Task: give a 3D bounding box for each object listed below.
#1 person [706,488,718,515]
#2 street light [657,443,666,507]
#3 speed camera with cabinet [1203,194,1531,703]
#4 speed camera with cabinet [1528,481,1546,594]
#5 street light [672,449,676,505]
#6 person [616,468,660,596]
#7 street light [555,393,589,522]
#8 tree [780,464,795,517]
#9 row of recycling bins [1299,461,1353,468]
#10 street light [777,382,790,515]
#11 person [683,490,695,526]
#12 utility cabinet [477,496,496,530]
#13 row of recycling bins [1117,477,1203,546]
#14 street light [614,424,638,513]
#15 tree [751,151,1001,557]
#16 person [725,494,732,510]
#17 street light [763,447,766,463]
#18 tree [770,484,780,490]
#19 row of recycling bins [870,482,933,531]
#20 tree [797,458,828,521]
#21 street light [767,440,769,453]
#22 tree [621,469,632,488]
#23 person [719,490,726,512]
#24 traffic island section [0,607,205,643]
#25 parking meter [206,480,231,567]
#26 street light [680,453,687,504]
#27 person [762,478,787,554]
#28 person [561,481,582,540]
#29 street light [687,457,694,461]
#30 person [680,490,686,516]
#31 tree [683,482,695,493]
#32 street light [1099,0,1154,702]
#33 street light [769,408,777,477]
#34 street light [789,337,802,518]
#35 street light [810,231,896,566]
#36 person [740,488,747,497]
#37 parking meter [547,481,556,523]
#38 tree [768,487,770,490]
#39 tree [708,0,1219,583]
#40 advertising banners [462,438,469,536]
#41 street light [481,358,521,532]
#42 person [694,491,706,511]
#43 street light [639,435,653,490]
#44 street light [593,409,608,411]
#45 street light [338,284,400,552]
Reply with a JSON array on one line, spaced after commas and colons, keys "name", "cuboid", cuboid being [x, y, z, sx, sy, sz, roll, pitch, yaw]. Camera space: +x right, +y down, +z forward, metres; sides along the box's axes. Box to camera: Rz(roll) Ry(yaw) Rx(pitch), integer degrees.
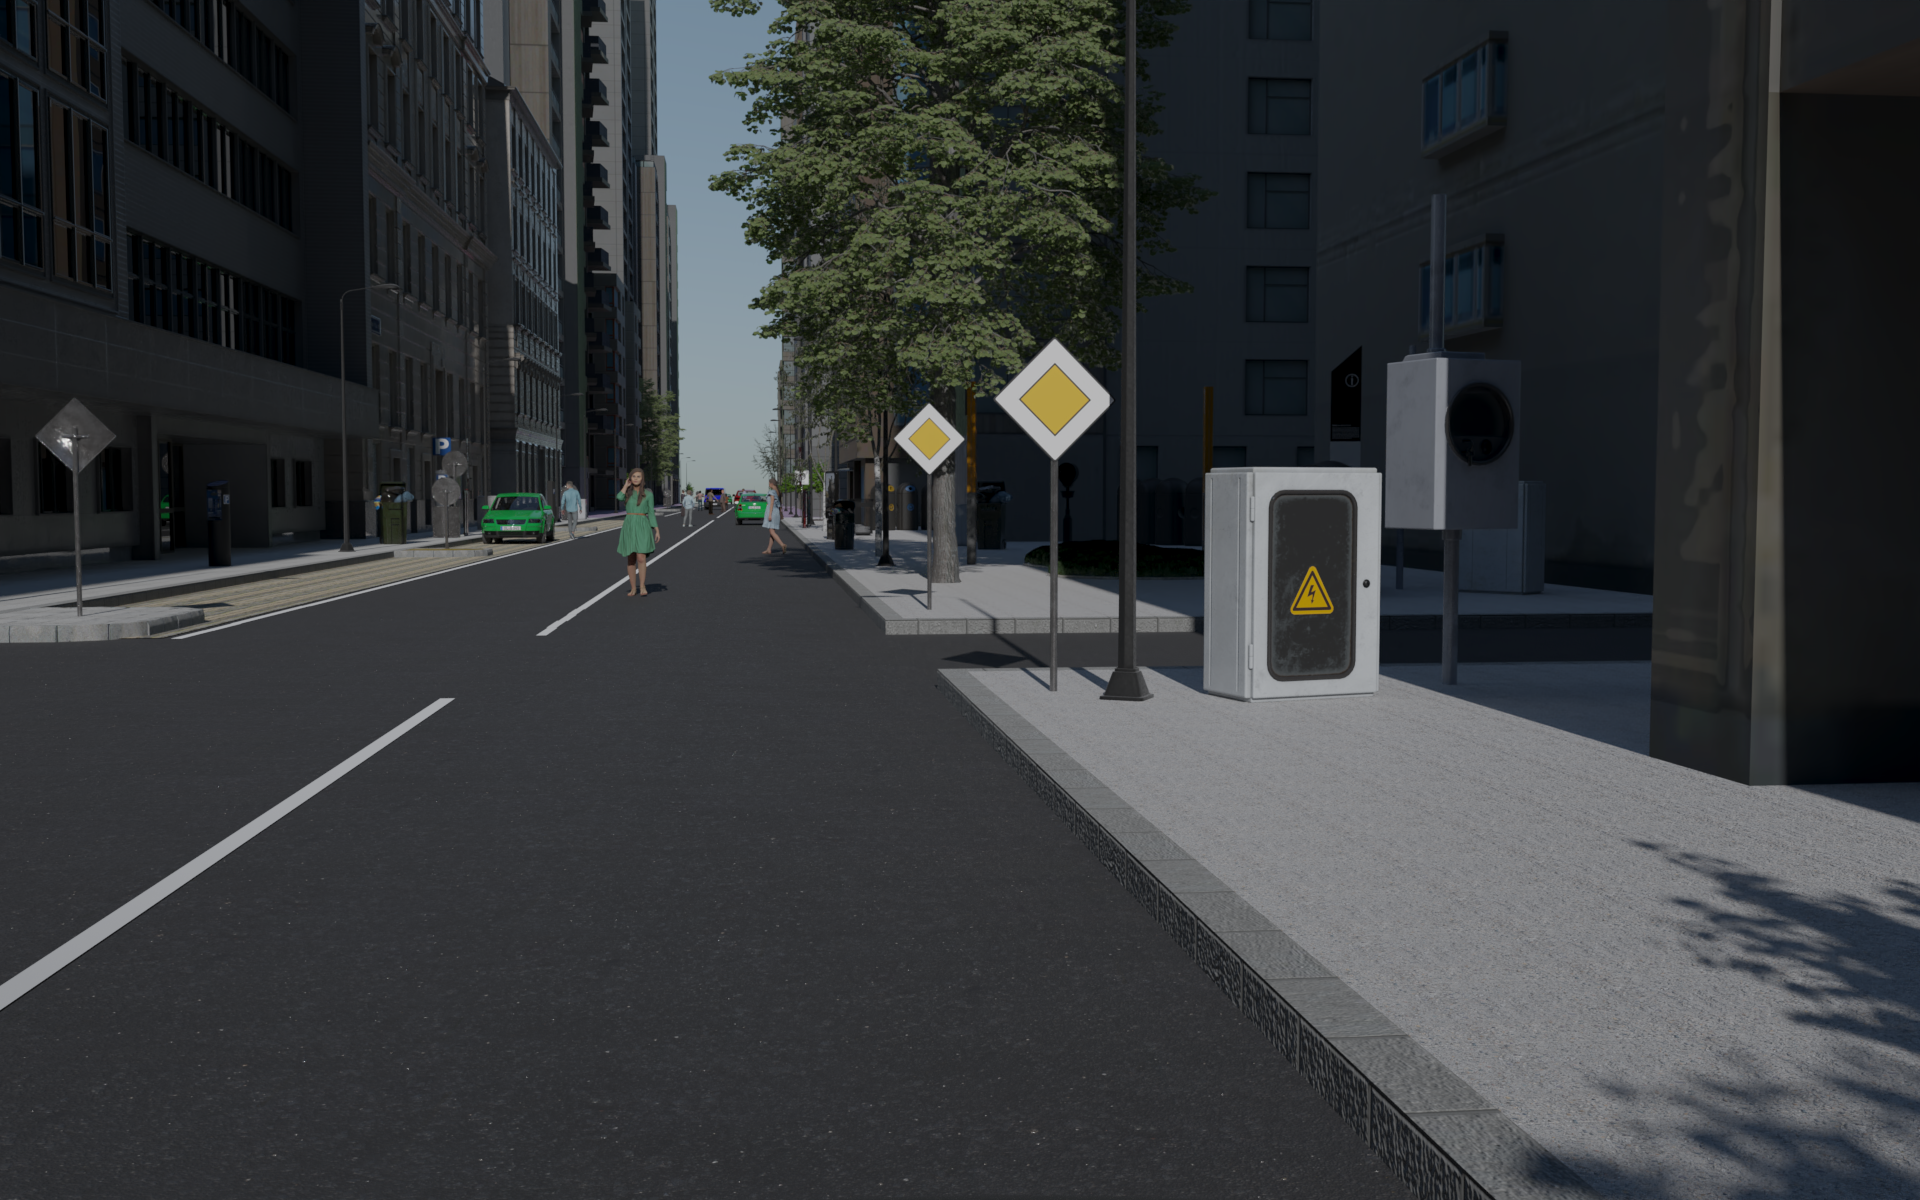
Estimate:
[{"name": "person", "cuboid": [-17.379, -6.879, 120.975, 1.348, 1.823, 0.705, 3, 5, 44]}, {"name": "street light", "cuboid": [-27.223, -11.220, 155.982, 1.470, 5.913, 1.316, 0, 4, -7]}, {"name": "speed camera with cabinet", "cuboid": [2.598, -1.026, 11.114, 2.038, 3.252, 0.660, -1, 4, -22]}, {"name": "speed camera with cabinet", "cuboid": [6.645, -1.741, 22.800, 2.038, 3.252, 0.660, 3, 5, 45]}, {"name": "street light", "cuboid": [-29.575, -12.464, 176.326, 1.470, 5.913, 1.316, 0, 4, -7]}, {"name": "person", "cuboid": [-4.523, -0.952, 24.309, 0.600, 1.795, 0.529, -1, 4, -15]}, {"name": "street light", "cuboid": [-18.010, -6.556, 79.737, 1.470, 5.913, 1.316, 0, 4, -7]}, {"name": "tree", "cuboid": [-8.938, -6.169, 95.468, 1.663, 3.219, 1.824, 0, 3, 0]}, {"name": "row of recycling bins", "cuboid": [4.791, -0.966, 22.915, 1.069, 1.692, 3.534, 0, 4, 7]}, {"name": "street light", "cuboid": [-6.723, -6.076, 71.885, 1.470, 5.913, 1.316, 0, 4, -7]}, {"name": "person", "cuboid": [-12.000, -4.059, 76.679, 0.589, 1.601, 0.330, 1, 4, 12]}, {"name": "utility cabinet", "cuboid": [-16.898, -3.142, 62.531, 1.020, 1.237, 0.306, 0, 4, 5]}, {"name": "row of recycling bins", "cuboid": [5.191, -2.248, 43.875, 1.069, 1.692, 3.534, -2, 4, -32]}, {"name": "street light", "cuboid": [-22.290, -8.703, 114.828, 1.470, 5.913, 1.316, 0, 4, -7]}, {"name": "tree", "cuboid": [-1.496, -5.190, 35.217, 4.360, 8.622, 3.978, 0, 3, 0]}, {"name": "person", "cuboid": [-20.741, -8.685, 153.763, 1.065, 1.426, 0.557, 0, 4, 1]}, {"name": "street light", "cuboid": [-15.986, -10.790, 148.949, 1.470, 5.913, 1.316, 0, 4, -7]}, {"name": "tree", "cuboid": [-14.756, -9.307, 146.764, 1.663, 3.219, 1.824, 0, 3, 0]}, {"name": "row of recycling bins", "cuboid": [-1.455, -3.326, 61.485, 3.534, 1.692, 1.069, -1, 4, -18]}, {"name": "tree", "cuboid": [-6.881, -5.437, 83.489, 1.663, 3.219, 1.824, 0, 3, 0]}, {"name": "street light", "cuboid": [-11.084, -8.272, 107.792, 1.470, 5.913, 1.316, 0, 4, -7]}, {"name": "tree", "cuboid": [-24.869, -8.335, 130.879, 1.663, 3.219, 1.824, 0, 3, 0]}, {"name": "person", "cuboid": [-18.690, -7.785, 136.344, 0.434, 1.755, 0.990, -2, 4, -35]}, {"name": "traffic island section", "cuboid": [-9.247, 0.252, 18.157, 2.009, 0.180, 2.903, 0, 4, -7]}, {"name": "parking meter", "cuboid": [-13.164, -1.367, 30.761, 0.372, 1.533, 0.369, 0, 3, 0]}, {"name": "street light", "cuboid": [-32.118, -13.729, 197.002, 1.470, 5.913, 1.316, 0, 4, -7]}, {"name": "person", "cuboid": [-4.400, -2.001, 41.316, 0.778, 1.811, 0.616, 2, 4, 35]}, {"name": "person", "cuboid": [-12.326, -2.840, 54.796, 0.638, 1.841, 0.748, 0, 4, 7]}, {"name": "street light", "cuboid": [-34.540, -14.994, 217.685, 1.470, 5.913, 1.316, 0, 4, -7]}, {"name": "person", "cuboid": [-17.711, -6.275, 111.907, 0.742, 1.727, 0.445, 0, 4, 7]}, {"name": "tree", "cuboid": [-39.360, -15.678, 250.934, 1.663, 3.219, 1.824, 0, 3, 0]}, {"name": "street light", "cuboid": [0.510, -2.330, 10.639, 1.470, 5.913, 1.316, 0, 4, -7]}, {"name": "street light", "cuboid": [-9.426, -7.410, 93.696, 1.470, 5.913, 1.316, 0, 4, -7]}, {"name": "street light", "cuboid": [-4.223, -4.818, 51.312, 1.470, 5.913, 1.316, 0, 4, -7]}, {"name": "street light", "cuboid": [-1.862, -3.558, 30.723, 1.470, 5.913, 1.316, 0, 4, -7]}, {"name": "person", "cuboid": [-15.902, -7.236, 126.680, 0.599, 1.838, 0.709, 1, 4, 15]}, {"name": "parking meter", "cuboid": [-18.051, -4.332, 76.547, 0.255, 1.863, 0.399, 1, 4, 10]}, {"name": "tree", "cuboid": [-21.642, -12.662, 201.617, 1.663, 3.219, 1.824, 0, 3, 0]}, {"name": "tree", "cuboid": [0.061, -6.499, 24.392, 7.486, 12.596, 7.792, 0, 3, 0]}, {"name": "advertising banners", "cuboid": [-15.269, -3.508, 53.551, 0.090, 3.025, 2.074, -1, 4, -12]}, {"name": "street light", "cuboid": [-15.622, -5.289, 59.017, 1.470, 5.913, 1.316, 0, 4, -7]}, {"name": "person", "cuboid": [-22.150, -8.465, 147.610, 1.217, 1.736, 0.721, -1, 4, -13]}, {"name": "street light", "cuboid": [-24.701, -9.962, 135.412, 1.470, 5.913, 1.316, 0, 4, -7]}, {"name": "street light", "cuboid": [-19.858, -7.444, 94.247, 1.470, 5.913, 1.316, 0, 4, -7]}, {"name": "street light", "cuboid": [-13.093, -4.028, 38.393, 1.470, 5.913, 1.316, 0, 4, -7]}]
